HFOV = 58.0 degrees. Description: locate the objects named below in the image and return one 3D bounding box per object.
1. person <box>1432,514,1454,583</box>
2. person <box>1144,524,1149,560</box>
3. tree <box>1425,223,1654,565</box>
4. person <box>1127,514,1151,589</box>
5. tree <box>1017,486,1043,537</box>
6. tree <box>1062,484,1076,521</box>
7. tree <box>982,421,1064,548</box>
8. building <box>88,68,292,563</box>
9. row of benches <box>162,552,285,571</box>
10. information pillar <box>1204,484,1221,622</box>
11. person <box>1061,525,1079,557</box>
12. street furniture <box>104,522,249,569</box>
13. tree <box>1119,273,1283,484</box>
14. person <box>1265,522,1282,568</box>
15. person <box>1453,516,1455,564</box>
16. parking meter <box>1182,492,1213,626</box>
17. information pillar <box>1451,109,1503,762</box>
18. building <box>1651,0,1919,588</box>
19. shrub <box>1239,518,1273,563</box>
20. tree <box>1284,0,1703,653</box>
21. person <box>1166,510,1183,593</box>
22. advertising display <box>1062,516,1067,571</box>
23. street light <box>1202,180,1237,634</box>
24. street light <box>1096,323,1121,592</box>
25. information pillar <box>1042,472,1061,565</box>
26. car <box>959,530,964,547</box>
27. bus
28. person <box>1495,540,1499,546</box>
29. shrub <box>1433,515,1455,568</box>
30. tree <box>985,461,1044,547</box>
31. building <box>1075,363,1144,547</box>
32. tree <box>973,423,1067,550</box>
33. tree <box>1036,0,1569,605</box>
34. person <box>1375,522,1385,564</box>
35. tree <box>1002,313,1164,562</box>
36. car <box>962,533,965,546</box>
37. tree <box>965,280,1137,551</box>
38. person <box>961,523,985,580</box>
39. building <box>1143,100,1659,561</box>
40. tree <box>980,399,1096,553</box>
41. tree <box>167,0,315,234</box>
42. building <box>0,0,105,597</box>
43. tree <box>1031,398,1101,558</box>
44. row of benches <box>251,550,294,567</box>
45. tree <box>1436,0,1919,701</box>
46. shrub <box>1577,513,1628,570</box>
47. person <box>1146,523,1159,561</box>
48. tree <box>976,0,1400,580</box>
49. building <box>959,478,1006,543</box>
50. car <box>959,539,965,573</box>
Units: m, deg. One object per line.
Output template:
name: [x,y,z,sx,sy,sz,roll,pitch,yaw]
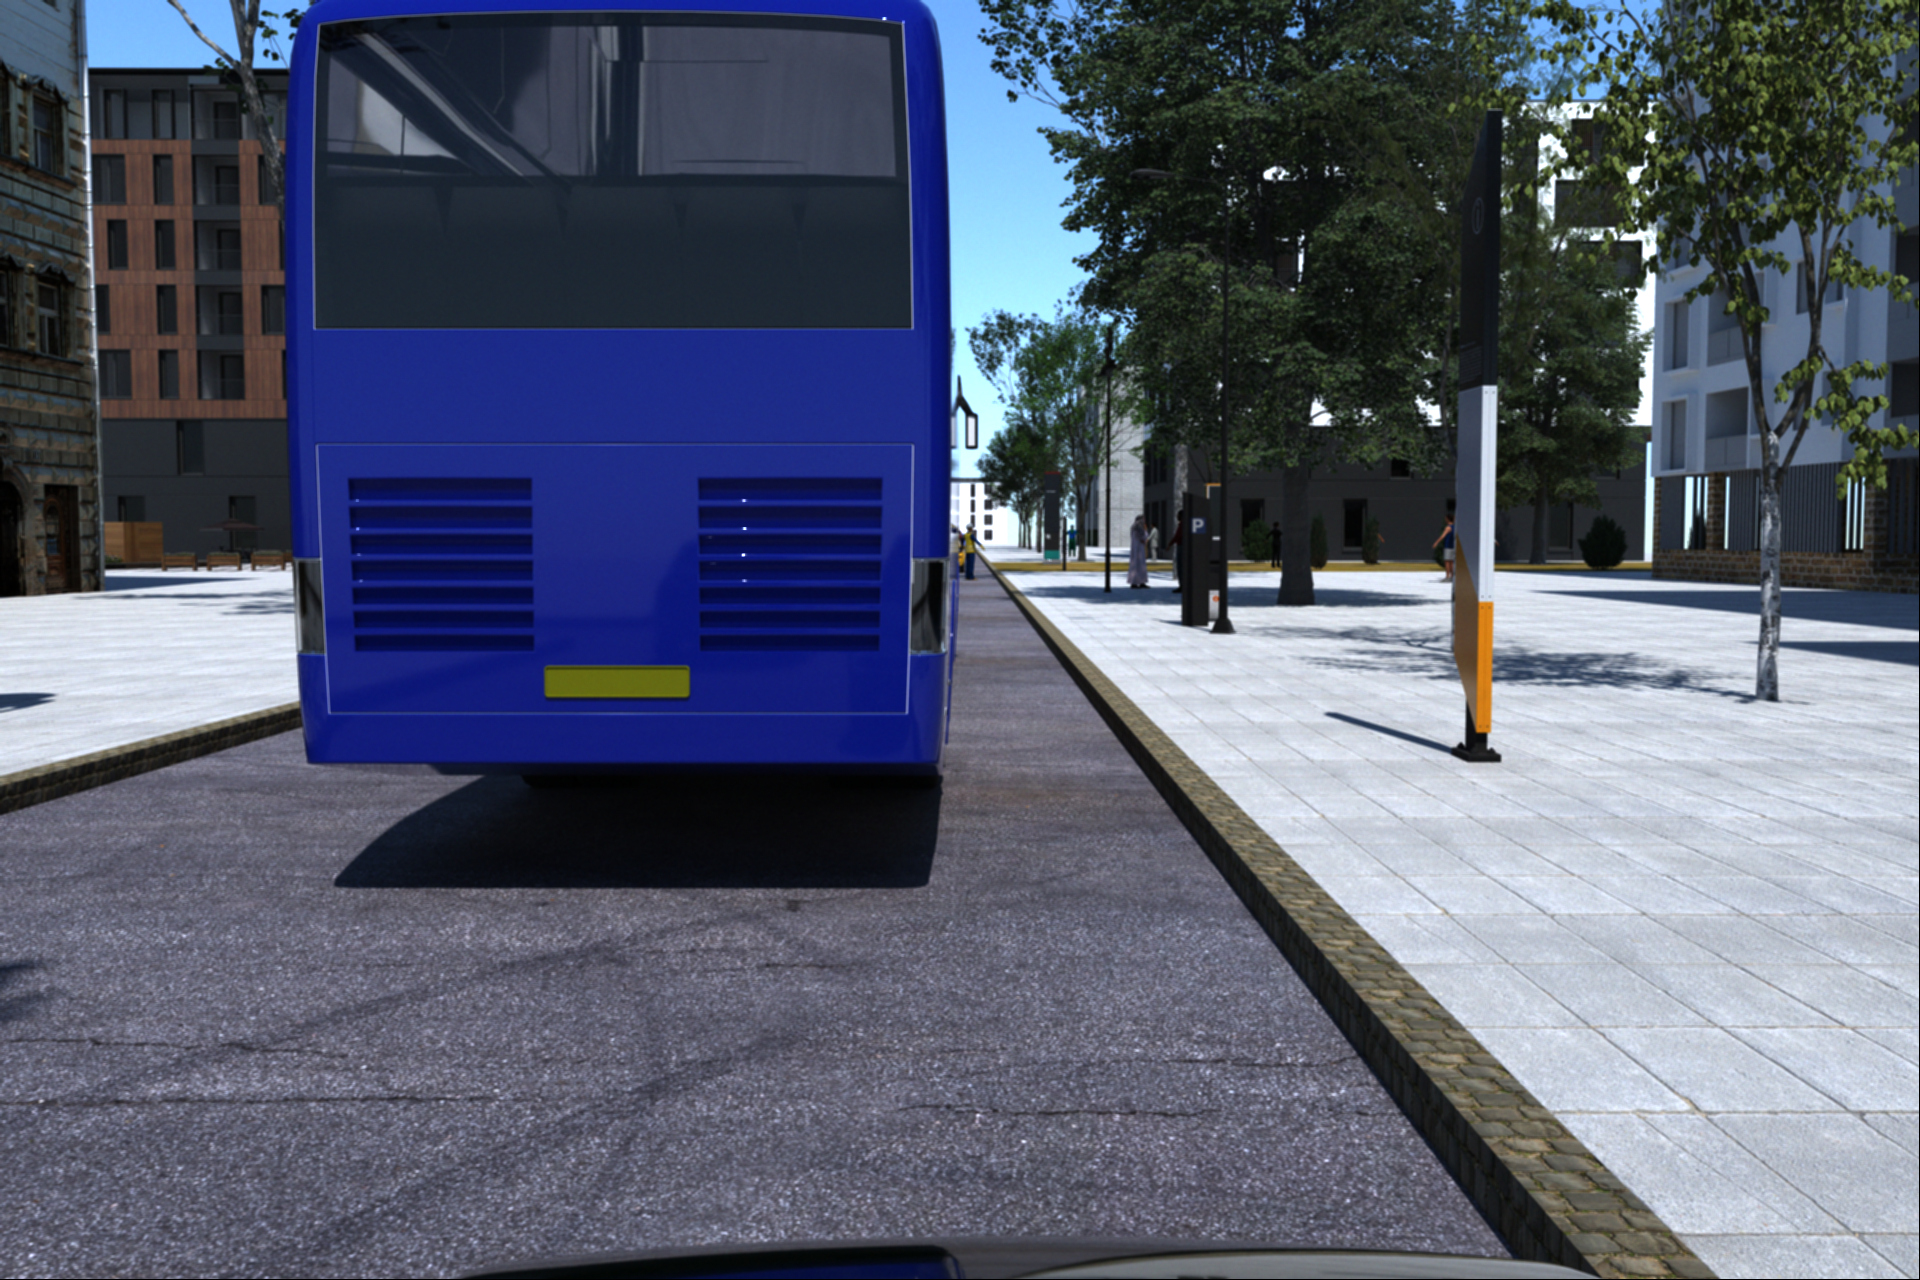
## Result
person: [12.930,-2.428,45.872,0.704,1.807,1.345,3,5,43]
person: [9.239,-4.901,86.404,0.705,1.796,1.348,1,4,8]
tree: [24.344,-10.144,72.502,9.857,13.997,8.962,0,3,0]
person: [4.229,-2.081,40.736,0.621,1.740,0.551,0,4,-7]
tree: [10.001,-18.304,249.627,4.737,8.622,4.395,0,3,0]
tree: [18.715,-19.705,256.582,7.601,10.594,8.767,0,4,-5]
tree: [5.711,-14.010,154.812,9.928,11.665,9.643,0,3,0]
building: [-29.135,-15.213,92.705,27.936,21.610,32.646,0,4,-1]
row of benches: [-25.655,-2.762,60.619,4.104,0.672,1.422,-1,4,-16]
information pillar: [3.746,-1.281,25.440,0.304,2.012,0.304,0,4,0]
person: [6.357,-5.626,98.104,1.347,1.817,0.704,1,4,8]
street furniture: [-34.086,-3.630,66.210,9.812,1.723,11.010,1,4,19]
tree: [10.001,-8.708,68.132,9.928,11.665,9.643,0,3,0]
person: [12.006,-3.593,65.463,0.721,1.740,1.216,-3,5,-42]
person: [13.950,-2.602,48.719,0.705,1.807,1.348,2,4,32]
parking meter: [3.303,-1.126,24.126,0.399,1.863,0.255,0,4,0]
information pillar: [2.949,-1.133,9.872,0.183,3.616,0.504,0,3,0]
building: [25.149,-11.725,48.120,16.016,20.090,11.380,0,4,0]
shrub: [13.375,-4.473,77.551,1.690,2.028,1.600,0,3,0]
tree: [5.147,-4.166,18.476,4.360,8.622,3.978,0,3,0]
person: [4.830,-1.941,37.842,0.704,1.816,1.345,2,4,27]
advertising display: [3.652,-3.390,60.643,0.123,1.923,0.974,0,4,0]
street light: [3.942,-3.038,22.212,1.470,5.913,1.316,0,4,0]
street light: [3.257,-3.990,38.021,0.468,5.910,1.993,0,4,0]
information pillar: [3.833,-5.069,72.256,0.750,3.857,0.750,0,4,-1]
car: [-0.645,-8.349,145.178,2.281,1.827,5.304,0,4,0]
bus: [-1.276,-1.287,12.597,2.896,3.916,12.251,0,4,0]
person: [16.052,-2.907,53.688,1.344,1.810,0.704,-1,4,-12]
shrub: [17.474,-3.461,61.001,1.690,2.028,1.600,0,3,0]
tree: [6.017,-14.155,165.843,7.601,10.594,8.767,-3,5,-41]
building: [22.058,-19.645,187.648,16.747,18.905,31.486,0,4,0]
tree: [5.554,-12.730,142.550,8.767,10.594,7.601,-3,5,-40]
tree: [6.160,-7.602,30.946,9.857,13.997,8.962,0,3,0]
person: [17.777,-4.147,73.952,0.704,1.843,1.345,0,4,-7]
tree: [5.771,-9.461,80.449,9.928,11.665,9.643,0,3,0]
car: [-0.007,-9.493,164.807,1.945,1.707,3.694,0,4,-1]
tree: [7.042,-16.701,128.949,12.611,20.169,13.585,0,3,0]
person: [0.378,-2.746,53.826,0.721,1.772,1.216,-2,4,-35]
building: [24.125,-15.547,98.172,27.936,21.610,32.646,0,4,0]
tree: [5.348,-11.206,117.626,8.767,10.594,7.601,1,4,10]
tree: [-10.933,-10.338,24.918,12.611,20.169,13.585,0,3,0]
building: [-28.389,-12.112,28.962,19.493,23.208,18.063,0,4,0]
tree: [5.325,-8.785,94.000,4.360,8.622,3.978,0,3,0]
row of benches: [-26.606,-3.309,69.557,1.422,0.672,4.104,2,4,34]
tree: [6.038,-3.833,13.035,4.737,8.622,4.395,0,3,0]
shrub: [22.882,-3.501,61.656,1.690,2.028,1.600,0,3,0]
person: [9.080,-4.597,81.351,0.705,1.806,1.347,2,4,28]
tree: [7.566,-11.698,47.160,12.611,20.169,13.585,0,3,0]
building: [-7.081,-18.950,254.435,28.070,9.664,9.099,0,4,0]
car: [-0.654,-3.385,65.575,2.015,1.641,3.980,0,4,0]
